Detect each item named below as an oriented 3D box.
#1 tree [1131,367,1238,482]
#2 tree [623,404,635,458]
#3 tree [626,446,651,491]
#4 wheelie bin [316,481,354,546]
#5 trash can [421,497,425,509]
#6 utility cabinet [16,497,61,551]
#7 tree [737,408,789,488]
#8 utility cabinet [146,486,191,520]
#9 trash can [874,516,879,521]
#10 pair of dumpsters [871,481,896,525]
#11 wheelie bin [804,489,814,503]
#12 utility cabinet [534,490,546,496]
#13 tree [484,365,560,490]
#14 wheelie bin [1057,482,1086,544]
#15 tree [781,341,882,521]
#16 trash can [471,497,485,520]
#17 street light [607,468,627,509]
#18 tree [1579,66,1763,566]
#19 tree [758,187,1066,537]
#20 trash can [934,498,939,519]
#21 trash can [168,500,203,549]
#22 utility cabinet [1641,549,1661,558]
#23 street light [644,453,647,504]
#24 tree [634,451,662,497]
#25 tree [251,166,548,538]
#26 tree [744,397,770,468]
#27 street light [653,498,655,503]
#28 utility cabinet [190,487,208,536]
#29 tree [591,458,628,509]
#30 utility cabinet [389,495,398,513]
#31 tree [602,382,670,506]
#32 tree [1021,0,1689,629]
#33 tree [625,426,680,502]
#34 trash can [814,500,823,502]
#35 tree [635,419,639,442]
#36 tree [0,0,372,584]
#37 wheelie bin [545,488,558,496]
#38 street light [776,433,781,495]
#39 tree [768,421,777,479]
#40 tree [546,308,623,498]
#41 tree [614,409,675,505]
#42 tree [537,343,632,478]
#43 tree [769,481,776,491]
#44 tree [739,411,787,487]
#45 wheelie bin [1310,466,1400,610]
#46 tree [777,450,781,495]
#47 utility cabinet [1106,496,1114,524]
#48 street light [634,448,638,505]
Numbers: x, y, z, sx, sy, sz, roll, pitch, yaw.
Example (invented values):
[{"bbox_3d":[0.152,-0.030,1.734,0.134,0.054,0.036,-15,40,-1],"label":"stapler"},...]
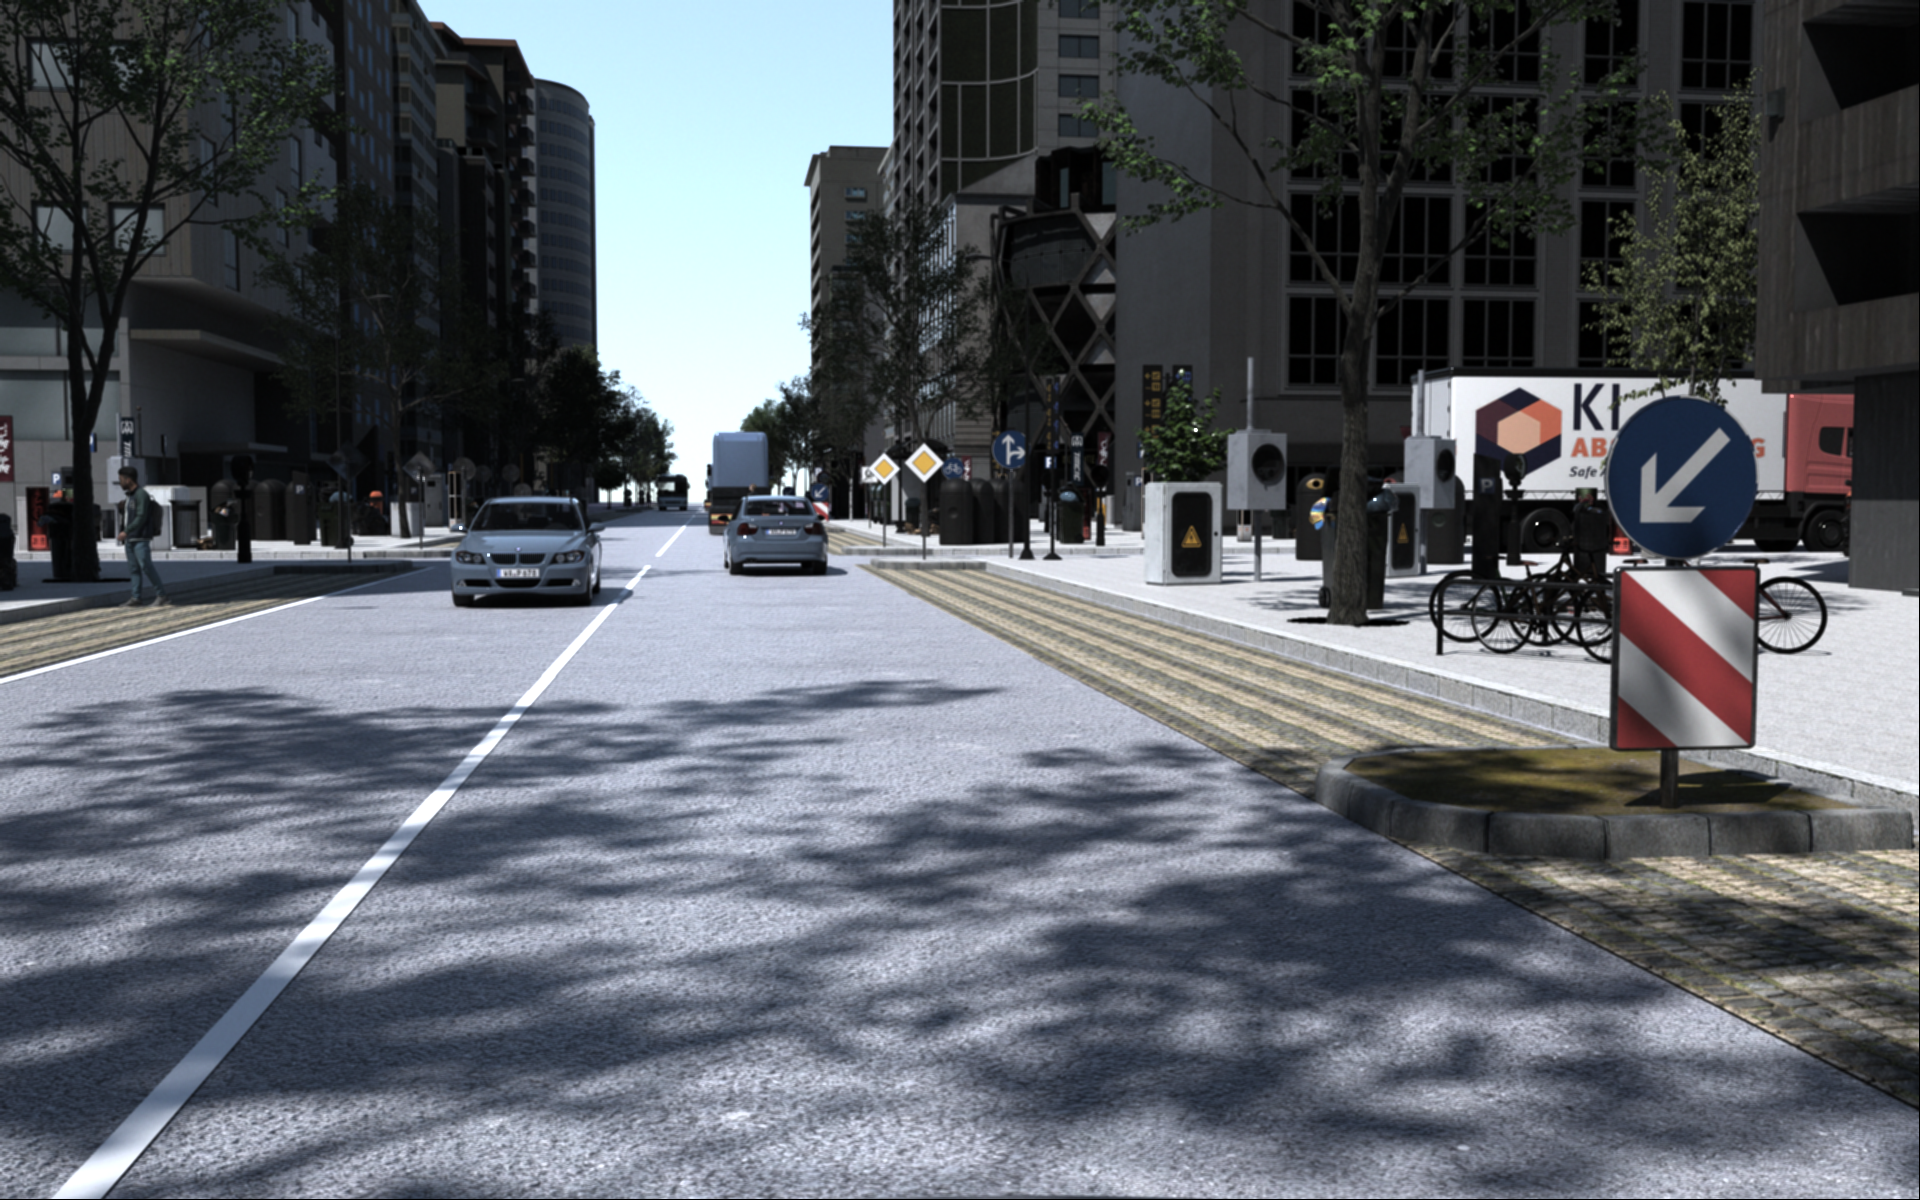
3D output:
[{"bbox_3d":[3.354,-1.957,26.601,1.663,3.219,1.824,0,3,0],"label":"tree"},{"bbox_3d":[-24.597,-10.604,107.788,7.601,10.594,8.767,-1,4,-14],"label":"tree"},{"bbox_3d":[-41.485,-16.613,221.983,4.360,8.622,3.978,0,3,0],"label":"tree"},{"bbox_3d":[-15.330,-2.118,42.530,0.980,1.594,0.693,1,4,22],"label":"wheelie bin"},{"bbox_3d":[-29.056,-5.015,93.657,0.748,1.137,0.748,0,3,0],"label":"trash can"},{"bbox_3d":[-20.849,-1.716,39.226,1.020,1.237,0.306,1,4,20],"label":"utility cabinet"},{"bbox_3d":[-26.679,-19.008,228.902,7.486,12.596,7.792,0,3,0],"label":"tree"},{"bbox_3d":[-20.832,-2.238,45.265,1.173,1.500,0.318,1,4,9],"label":"utility cabinet"},{"bbox_3d":[-3.778,-4.314,82.192,0.748,1.137,0.748,0,3,0],"label":"trash can"},{"bbox_3d":[-2.847,-4.326,73.226,1.574,2.255,4.437,-1,4,-8],"label":"pair of dumpsters"},{"bbox_3d":[-9.394,-6.170,108.787,0.693,1.594,0.980,1,4,10],"label":"wheelie bin"},{"bbox_3d":[-25.001,-5.759,102.838,0.318,1.500,1.173,-3,5,-44],"label":"utility cabinet"},{"bbox_3d":[-23.512,-8.815,94.482,4.360,8.622,3.978,0,3,0],"label":"tree"},{"bbox_3d":[2.866,-2.251,44.704,0.693,1.594,0.980,0,4,-8],"label":"wheelie bin"},{"bbox_3d":[-5.298,-7.989,80.987,4.360,8.622,3.978,0,3,0],"label":"tree"},{"bbox_3d":[-20.928,-3.874,74.989,0.748,1.137,0.748,0,3,0],"label":"trash can"},{"bbox_3d":[-28.976,-10.570,145.356,1.470,5.913,1.316,0,4,-8],"label":"street light"},{"bbox_3d":[13.132,-4.917,30.760,4.737,8.622,4.395,0,3,0],"label":"tree"},{"bbox_3d":[-0.978,-7.195,52.055,8.767,10.594,7.601,0,4,5],"label":"tree"},{"bbox_3d":[-0.531,-2.915,59.319,0.748,1.137,0.748,0,3,0],"label":"trash can"},{"bbox_3d":[-18.251,-1.785,40.837,0.748,1.137,0.748,0,3,0],"label":"trash can"},{"bbox_3d":[14.051,-1.592,34.705,1.173,1.500,0.318,-3,5,-44],"label":"utility cabinet"},{"bbox_3d":[-36.428,-13.784,197.907,1.470,5.913,1.316,0,4,-8],"label":"street light"},{"bbox_3d":[-42.892,-17.448,235.641,4.737,8.622,4.395,0,3,0],"label":"tree"},{"bbox_3d":[-16.476,-7.074,50.066,7.601,10.594,8.767,0,4,-7],"label":"tree"},{"bbox_3d":[-19.062,-15.646,181.561,9.928,11.665,9.643,0,3,0],"label":"tree"},{"bbox_3d":[-40.641,-15.584,227.346,1.470,5.913,1.316,0,4,-8],"label":"street light"},{"bbox_3d":[-23.462,-2.677,52.450,1.173,1.500,0.318,-3,5,-40],"label":"utility cabinet"},{"bbox_3d":[-30.663,-10.255,151.378,4.285,4.588,4.351,0,3,0],"label":"tree"},{"bbox_3d":[-27.289,-4.453,83.961,0.306,1.237,1.020,1,4,10],"label":"utility cabinet"},{"bbox_3d":[-36.475,-17.043,189.016,12.009,13.543,11.850,0,3,0],"label":"tree"},{"bbox_3d":[3.935,-5.558,16.630,9.928,11.665,9.643,0,3,0],"label":"tree"},{"bbox_3d":[-48.591,-21.610,270.330,9.611,12.733,9.660,0,3,0],"label":"tree"},{"bbox_3d":[-8.077,-5.384,99.676,0.748,1.137,0.748,0,3,0],"label":"trash can"},{"bbox_3d":[-26.067,-11.412,121.006,8.767,10.594,7.601,1,4,17],"label":"tree"},{"bbox_3d":[-12.628,-6.072,25.026,9.928,11.665,9.643,0,3,0],"label":"tree"},{"bbox_3d":[-22.878,-5.452,97.051,0.693,1.594,0.980,-2,4,-30],"label":"wheelie bin"},{"bbox_3d":[-13.344,-9.799,132.756,1.470,5.913,1.316,0,4,-8],"label":"street light"},{"bbox_3d":[-18.326,-13.670,173.874,4.360,8.622,3.978,0,3,0],"label":"tree"},{"bbox_3d":[-20.890,-8.932,80.453,8.767,10.594,7.601,-1,4,-20],"label":"tree"},{"bbox_3d":[-38.422,-17.300,208.614,9.928,11.665,9.643,0,3,0],"label":"tree"},{"bbox_3d":[-28.395,-12.963,130.066,7.486,12.596,7.792,0,3,0],"label":"tree"},{"bbox_3d":[-30.556,-17.329,267.034,4.285,4.588,4.351,0,3,0],"label":"tree"},{"bbox_3d":[-29.738,-21.462,257.551,9.857,13.997,8.962,0,3,0],"label":"tree"},{"bbox_3d":[4.430,-0.698,19.317,0.980,1.594,0.693,0,4,-5],"label":"wheelie bin"},{"bbox_3d":[-8.155,-9.493,105.566,4.360,8.622,3.978,0,3,0],"label":"tree"},{"bbox_3d":[6.632,-3.809,73.444,0.306,1.237,1.020,3,5,44],"label":"utility cabinet"},{"bbox_3d":[-33.200,-12.392,175.155,1.470,5.913,1.316,0,4,-8],"label":"street light"}]
